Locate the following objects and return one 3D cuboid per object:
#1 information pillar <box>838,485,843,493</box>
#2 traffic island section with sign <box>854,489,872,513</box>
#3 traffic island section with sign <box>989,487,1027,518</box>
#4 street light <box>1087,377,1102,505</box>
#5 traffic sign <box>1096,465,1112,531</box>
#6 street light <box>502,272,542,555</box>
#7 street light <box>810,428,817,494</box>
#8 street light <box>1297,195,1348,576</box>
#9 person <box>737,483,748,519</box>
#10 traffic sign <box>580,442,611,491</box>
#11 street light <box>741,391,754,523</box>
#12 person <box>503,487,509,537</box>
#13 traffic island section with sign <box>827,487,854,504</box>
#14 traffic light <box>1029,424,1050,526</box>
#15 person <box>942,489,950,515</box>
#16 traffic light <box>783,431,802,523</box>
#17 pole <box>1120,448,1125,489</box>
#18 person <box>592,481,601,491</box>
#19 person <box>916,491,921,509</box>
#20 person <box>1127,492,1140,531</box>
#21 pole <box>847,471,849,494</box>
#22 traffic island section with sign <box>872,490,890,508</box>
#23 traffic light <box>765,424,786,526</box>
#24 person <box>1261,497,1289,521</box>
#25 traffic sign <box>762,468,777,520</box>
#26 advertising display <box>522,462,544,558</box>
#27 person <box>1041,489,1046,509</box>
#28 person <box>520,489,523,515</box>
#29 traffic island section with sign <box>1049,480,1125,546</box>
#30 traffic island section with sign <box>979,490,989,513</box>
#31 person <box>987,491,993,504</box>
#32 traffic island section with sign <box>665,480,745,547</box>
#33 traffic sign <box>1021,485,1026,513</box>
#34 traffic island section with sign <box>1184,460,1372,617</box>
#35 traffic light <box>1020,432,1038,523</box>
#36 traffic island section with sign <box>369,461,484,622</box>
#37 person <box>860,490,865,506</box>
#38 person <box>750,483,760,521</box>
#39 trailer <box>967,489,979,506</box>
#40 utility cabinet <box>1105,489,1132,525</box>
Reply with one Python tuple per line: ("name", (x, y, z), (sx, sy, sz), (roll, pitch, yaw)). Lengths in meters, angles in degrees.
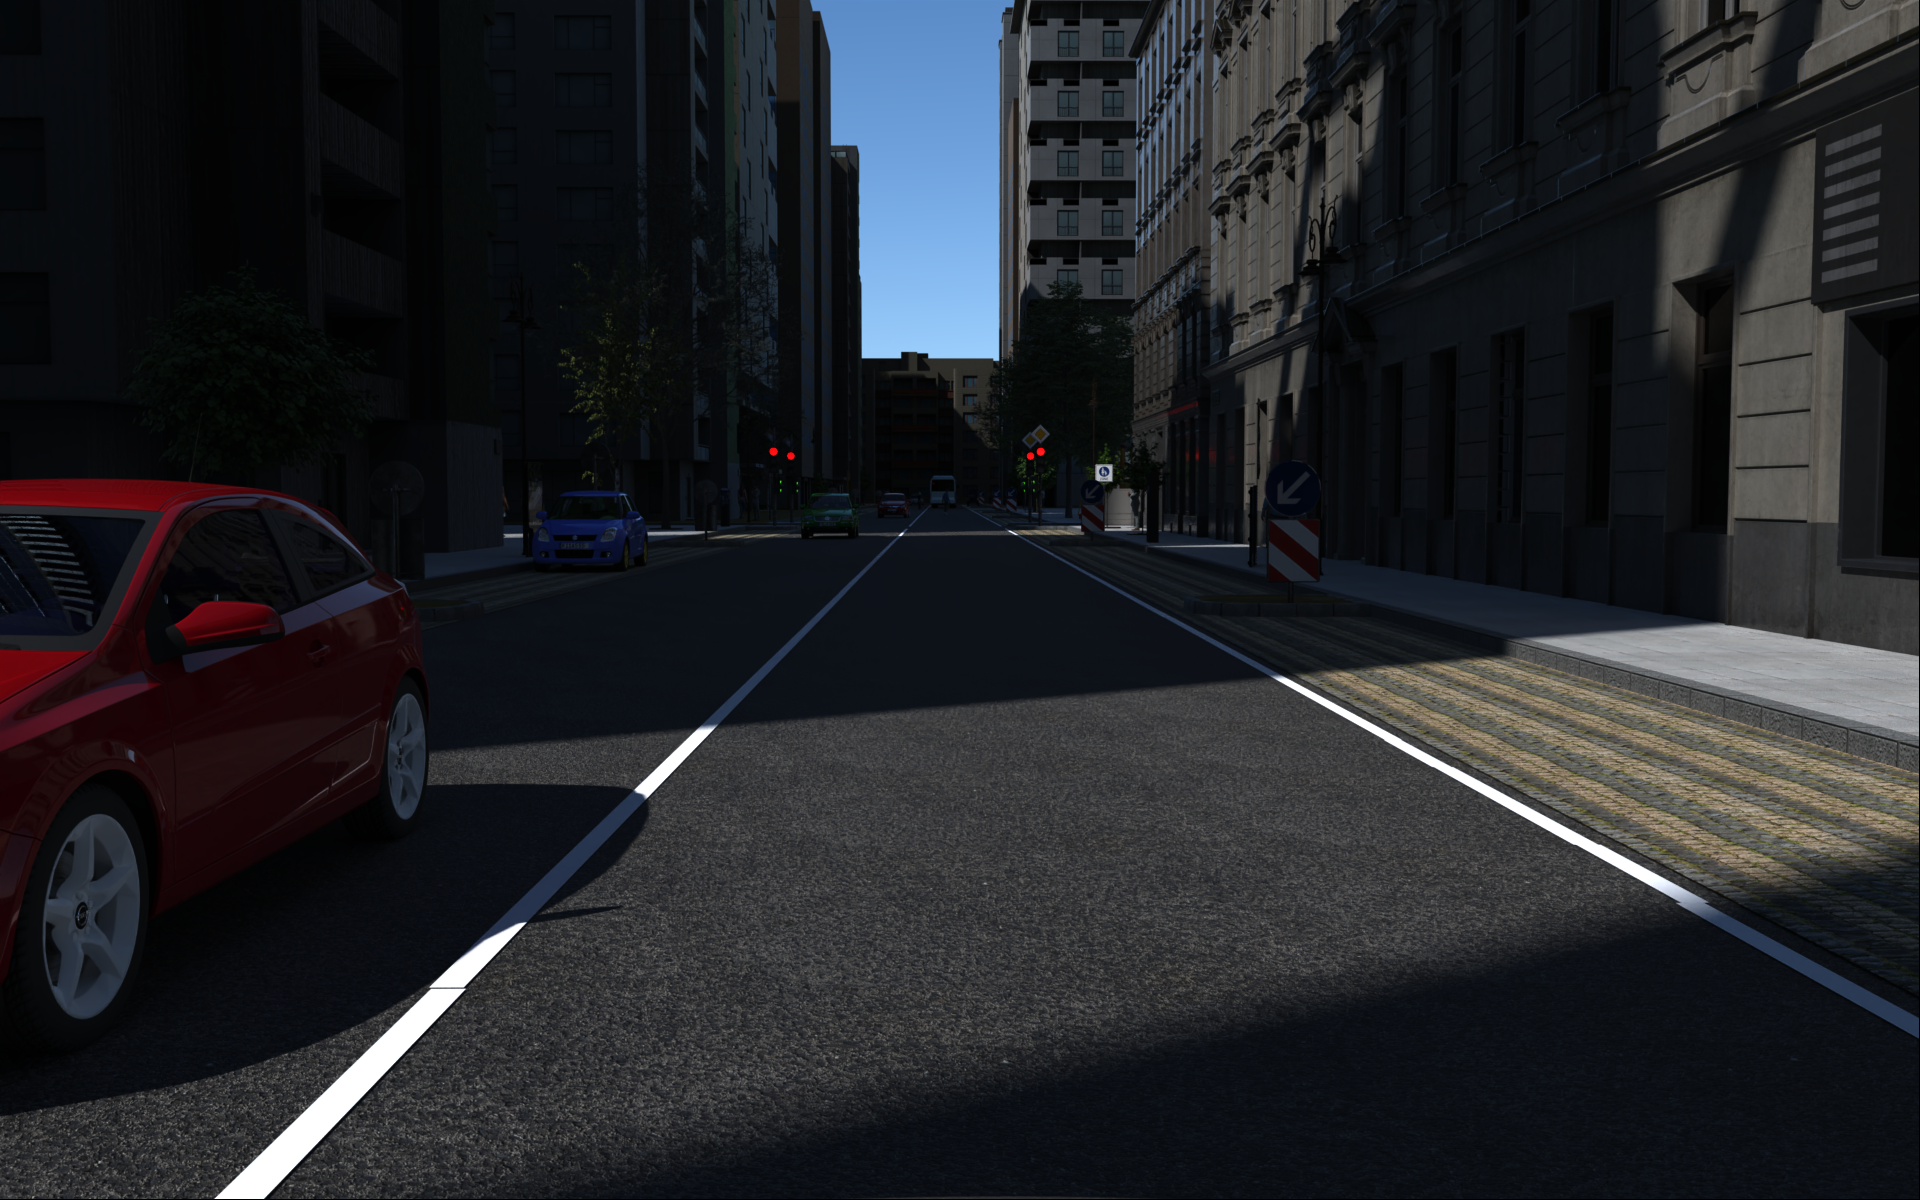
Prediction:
("information pillar", (-10.122, -8.688, 146.538), (0.304, 2.012, 0.304), (-2, 4, -35))
("traffic island section with sign", (-7.792, -7.418, 129.906), (1.989, 1.847, 2.006), (0, 4, -1))
("traffic island section with sign", (2.901, -5.740, 102.470), (1.989, 1.847, 2.006), (0, 4, -1))
("street light", (5.311, -5.861, 68.614), (0.468, 5.910, 1.993), (0, 4, -1))
("traffic sign", (5.002, -3.547, 60.115), (0.606, 2.300, 0.079), (0, 4, 8))
("street light", (-9.121, -3.879, 36.208), (0.468, 5.910, 1.993), (0, 4, -1))
("street light", (-10.059, -8.968, 119.407), (0.468, 5.910, 1.993), (0, 4, -1))
("street light", (5.650, -3.325, 27.158), (0.468, 5.910, 1.993), (0, 4, -1))
("person", (-11.108, -5.047, 88.567), (0.555, 1.821, 0.388), (0, 4, -2))
("traffic sign", (-8.876, -2.573, 42.171), (0.768, 2.556, 0.104), (0, 4, 8))
("street light", (-9.515, -6.426, 77.853), (0.468, 5.910, 1.993), (0, 4, -1))
("person", (-13.722, -2.774, 51.492), (0.616, 1.811, 0.778), (1, 4, 17))
("traffic island section with sign", (-7.508, -5.769, 102.953), (1.989, 1.847, 2.006), (0, 4, -1))
("traffic light", (3.214, -4.945, 69.773), (0.839, 4.253, 0.868), (0, 4, -1))
("person", (-0.949, -6.624, 117.138), (0.444, 1.785, 0.601), (-2, 4, -34))
("traffic light", (-7.530, -5.426, 77.630), (0.839, 4.253, 0.868), (0, 4, -1))
("pole", (7.180, -5.070, 76.731), (0.158, 3.312, 0.155), (0, 3, 0))
("person", (-13.832, -3.652, 65.995), (0.529, 1.795, 0.600), (2, 4, 29))
("person", (-3.881, -9.284, 161.096), (0.742, 1.727, 0.445), (3, 4, 38))
("person", (6.118, -3.349, 60.982), (0.466, 1.800, 0.511), (0, 4, -2))
("pole", (-9.754, -9.580, 150.475), (0.158, 3.312, 0.155), (0, 3, 0))
("traffic island section with sign", (-8.318, -10.461, 179.657), (1.989, 1.847, 2.006), (0, 4, -1))
("traffic light", (-7.446, -4.937, 69.646), (0.839, 4.253, 0.868), (0, 4, -1))
("person", (6.108, -1.651, 33.051), (0.660, 1.820, 0.620), (-1, 4, -14))
("traffic sign", (-9.326, -5.185, 84.884), (0.768, 2.556, 0.104), (0, 4, 2))
("advertising display", (-8.722, -1.848, 35.422), (0.123, 1.923, 0.974), (0, 4, 5))
("person", (7.137, -8.856, 150.684), (0.795, 1.843, 0.661), (2, 4, 33))
("person", (-14.363, -3.130, 57.645), (0.576, 1.772, 0.534), (-3, 5, -42))
("traffic island section with sign", (3.490, -2.406, 47.970), (1.989, 1.847, 2.006), (0, 4, -1))
("traffic island section with sign", (2.630, -7.388, 129.424), (1.989, 1.847, 2.006), (0, 4, -1))
("person", (3.834, -12.894, 217.576), (1.217, 1.736, 0.721), (-2, 4, -34))
("traffic island section with sign", (-6.919, -2.359, 47.198), (1.989, 1.847, 2.006), (0, 4, -1))
("traffic sign", (4.494, -7.172, 119.385), (0.606, 2.300, 0.079), (0, 4, 2))
("traffic island section with sign", (3.775, -0.758, 21.016), (1.989, 1.847, 2.006), (0, 4, -1))
("traffic light", (3.130, -5.433, 77.758), (0.839, 4.253, 0.868), (0, 4, -1))
("traffic island section with sign", (-6.629, -0.696, 20.015), (1.989, 1.847, 2.006), (0, 4, -1))
("person", (-10.779, -11.272, 191.260), (0.530, 1.710, 0.541), (-2, 4, -27))
("person", (-9.784, -4.666, 82.508), (0.511, 1.800, 0.466), (2, 4, 34))
("trailer", (1.539, -11.814, 200.205), (1.471, 1.999, 3.904), (0, 4, 1))
("utility cabinet", (6.432, -3.800, 70.810), (1.173, 1.500, 0.318), (0, 4, -6))
